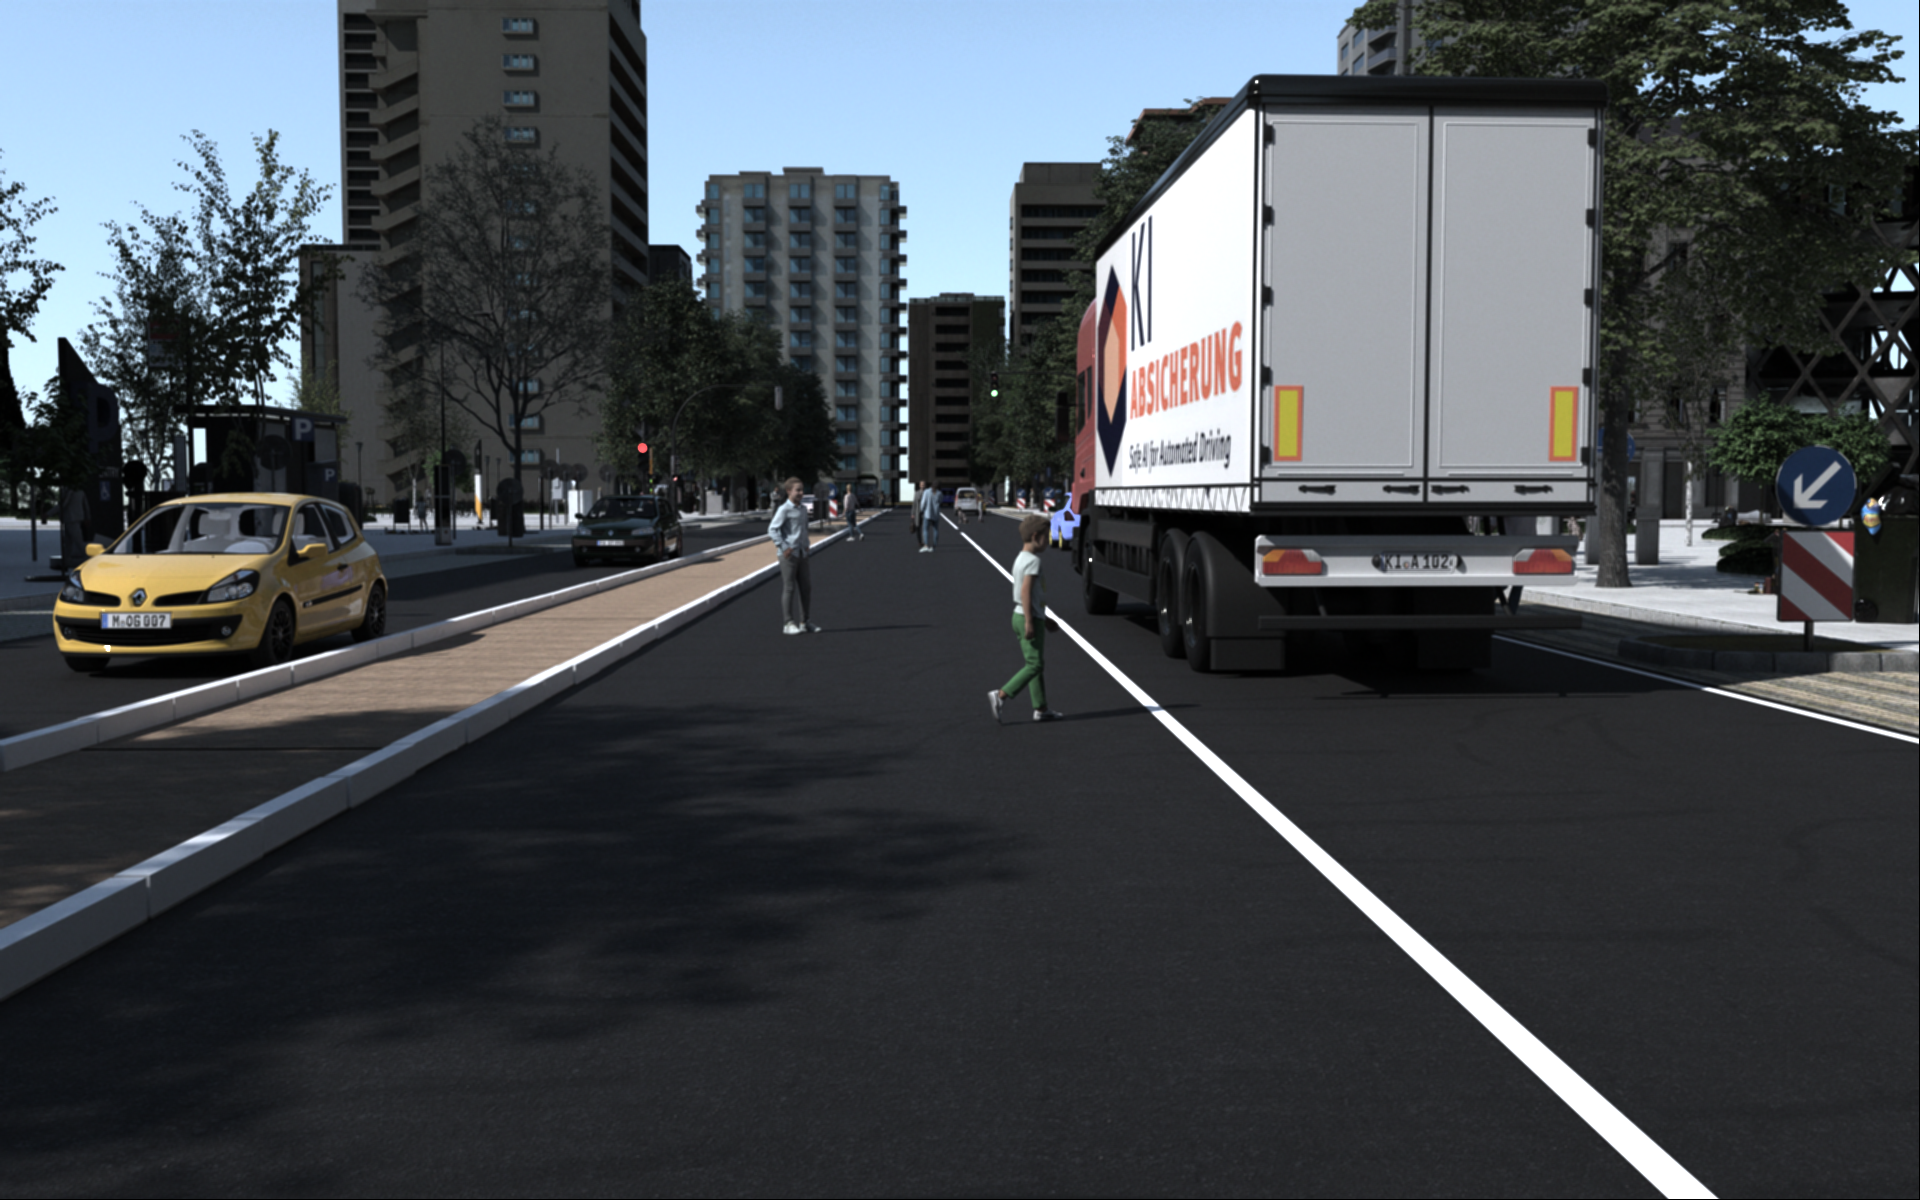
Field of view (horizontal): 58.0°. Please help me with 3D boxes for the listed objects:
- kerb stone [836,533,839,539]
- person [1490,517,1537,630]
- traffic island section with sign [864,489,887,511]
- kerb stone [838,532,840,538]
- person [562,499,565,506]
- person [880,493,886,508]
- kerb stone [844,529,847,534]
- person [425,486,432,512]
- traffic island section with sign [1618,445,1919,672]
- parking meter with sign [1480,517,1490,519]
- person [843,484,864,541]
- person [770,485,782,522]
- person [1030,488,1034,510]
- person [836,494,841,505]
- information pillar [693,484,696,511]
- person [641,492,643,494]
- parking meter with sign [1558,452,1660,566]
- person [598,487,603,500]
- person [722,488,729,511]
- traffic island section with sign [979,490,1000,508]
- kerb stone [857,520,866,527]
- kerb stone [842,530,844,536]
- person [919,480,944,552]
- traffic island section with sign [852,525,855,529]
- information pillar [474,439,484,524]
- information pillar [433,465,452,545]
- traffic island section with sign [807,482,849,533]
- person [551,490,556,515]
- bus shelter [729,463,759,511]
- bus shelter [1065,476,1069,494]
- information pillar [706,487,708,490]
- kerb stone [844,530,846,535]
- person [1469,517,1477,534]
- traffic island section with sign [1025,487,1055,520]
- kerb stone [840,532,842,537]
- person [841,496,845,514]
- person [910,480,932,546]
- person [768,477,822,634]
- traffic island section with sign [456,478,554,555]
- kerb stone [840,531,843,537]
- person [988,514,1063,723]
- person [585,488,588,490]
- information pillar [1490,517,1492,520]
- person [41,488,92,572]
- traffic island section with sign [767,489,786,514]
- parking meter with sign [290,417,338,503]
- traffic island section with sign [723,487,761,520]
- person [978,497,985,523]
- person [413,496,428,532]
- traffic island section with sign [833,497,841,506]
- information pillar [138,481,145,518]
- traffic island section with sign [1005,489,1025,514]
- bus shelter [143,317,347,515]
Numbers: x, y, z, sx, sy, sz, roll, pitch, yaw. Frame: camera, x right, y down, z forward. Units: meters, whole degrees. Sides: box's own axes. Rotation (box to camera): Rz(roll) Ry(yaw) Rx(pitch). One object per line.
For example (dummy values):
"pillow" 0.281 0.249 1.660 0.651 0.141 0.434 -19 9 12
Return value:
"kerb stone" -3.906 -1.913 53.480 0.120 0.150 1.000 0 4 -1
"person" 5.686 -0.551 18.185 0.731 1.740 0.598 -3 4 -38
"traffic island section with sign" -7.155 -8.506 147.208 2.006 1.907 1.989 0 4 -1
"kerb stone" -3.935 -1.976 54.501 0.120 0.150 1.000 0 4 -1
"person" -31.399 -7.753 137.812 0.505 1.210 0.382 -2 4 -31
"person" -7.949 -10.423 179.445 0.617 1.759 0.750 -1 4 -13
"kerb stone" -4.049 -2.289 59.617 0.120 0.150 1.000 0 4 -1
"person" -37.034 -7.005 120.670 0.850 1.850 0.679 -2 4 -26
"traffic island section with sign" 6.787 -0.375 14.764 1.989 1.847 2.006 0 4 -1
"parking meter with sign" 19.830 -4.141 63.964 1.738 3.016 0.543 -3 5 -39
"person" -3.216 -2.699 53.298 0.598 1.740 0.731 2 4 26
"person" -7.779 -3.961 73.441 0.511 1.800 0.466 -3 5 -41
"person" 5.932 -8.353 143.161 0.362 1.759 0.519 -1 4 -16
"person" -14.457 -11.825 202.664 1.217 1.723 0.721 -1 4 -8
"information pillar" -20.199 -7.805 132.099 0.304 2.012 0.304 -1 4 -18
"person" -25.817 -8.210 141.113 0.563 1.720 0.643 -3 5 -41
"parking meter with sign" 11.720 -2.145 31.335 1.738 3.016 0.543 1 4 12
"person" -26.879 -7.531 129.358 0.728 1.800 0.709 0 4 -3
"person" -17.788 -7.642 131.418 0.534 1.772 0.576 1 4 23
"traffic island section with sign" 3.045 -10.140 174.409 1.989 1.847 2.006 0 4 -1
"kerb stone" -4.523 -3.514 79.655 0.120 0.150 1.000 0 4 -1
"kerb stone" -4.014 -2.164 57.574 0.120 0.150 1.000 0 4 -1
"person" -0.711 -2.101 43.124 0.793 1.790 0.793 3 4 36
"traffic island section with sign" -5.382 -3.912 72.090 2.006 1.907 1.989 0 4 -1
"information pillar" -20.580 -5.057 74.039 0.183 3.616 0.504 -3 5 -42
"information pillar" -12.943 -2.375 43.325 0.304 2.012 0.304 3 5 45
"traffic island section with sign" -5.217 -3.459 64.685 2.006 1.907 1.989 0 4 -1
"person" -24.361 -5.973 103.884 0.466 1.800 0.511 2 4 32
"bus shelter" -15.797 -8.319 127.300 1.731 3.624 6.357 0 4 -1
"bus shelter" 8.169 -8.573 117.802 2.179 5.291 8.768 0 4 -1
"information pillar" -19.043 -8.484 130.066 0.183 3.616 0.504 -1 4 -18
"kerb stone" -4.026 -2.226 58.596 0.120 0.150 1.000 0 4 -1
"person" 13.808 -2.217 46.566 0.394 1.301 0.425 -3 5 -43
"traffic island section with sign" 4.849 -5.422 97.274 1.989 1.847 2.006 0 4 -1
"kerb stone" -3.958 -2.039 55.525 0.120 0.150 1.000 0 4 -1
"person" -8.163 -6.644 121.385 0.306 1.304 0.590 -2 4 -28
"person" -1.052 -2.378 47.477 0.694 1.812 0.767 1 4 13
"person" -1.704 -0.459 17.817 0.330 1.601 0.589 3 5 44
"traffic island section with sign" -10.852 -2.012 41.527 1.989 1.847 2.006 0 4 -1
"kerb stone" -3.979 -2.096 56.548 0.120 0.150 1.000 0 4 -1
"person" 0.408 0.116 10.859 0.590 1.304 0.306 -2 4 -33
"person" -30.633 -8.343 142.633 0.473 1.802 0.592 3 4 36
"information pillar" 19.444 -3.563 62.742 0.304 2.012 0.304 -1 4 -22
"person" -14.570 -1.352 28.427 0.850 1.792 0.678 0 4 -5
"traffic island section with sign" -12.821 -7.092 124.587 1.989 1.847 2.006 0 4 -1
"parking meter with sign" -14.315 -2.605 38.846 1.738 3.016 0.543 3 5 41
"traffic island section with sign" -12.152 -5.399 96.908 1.989 1.847 2.006 0 4 -1
"person" 1.080 -4.538 86.971 0.394 1.301 0.425 -1 4 -9
"person" -18.388 -2.935 59.039 0.505 1.210 0.382 -1 4 -12
"traffic island section with sign" -14.613 -11.775 201.151 1.989 1.847 2.006 0 4 -1
"information pillar" -29.406 -3.520 62.052 0.304 2.012 0.304 -3 5 -41
"traffic island section with sign" 4.220 -7.070 124.222 1.989 1.847 2.006 0 4 -1
"bus shelter" -17.367 -3.936 41.987 2.179 5.291 8.768 0 4 -2
